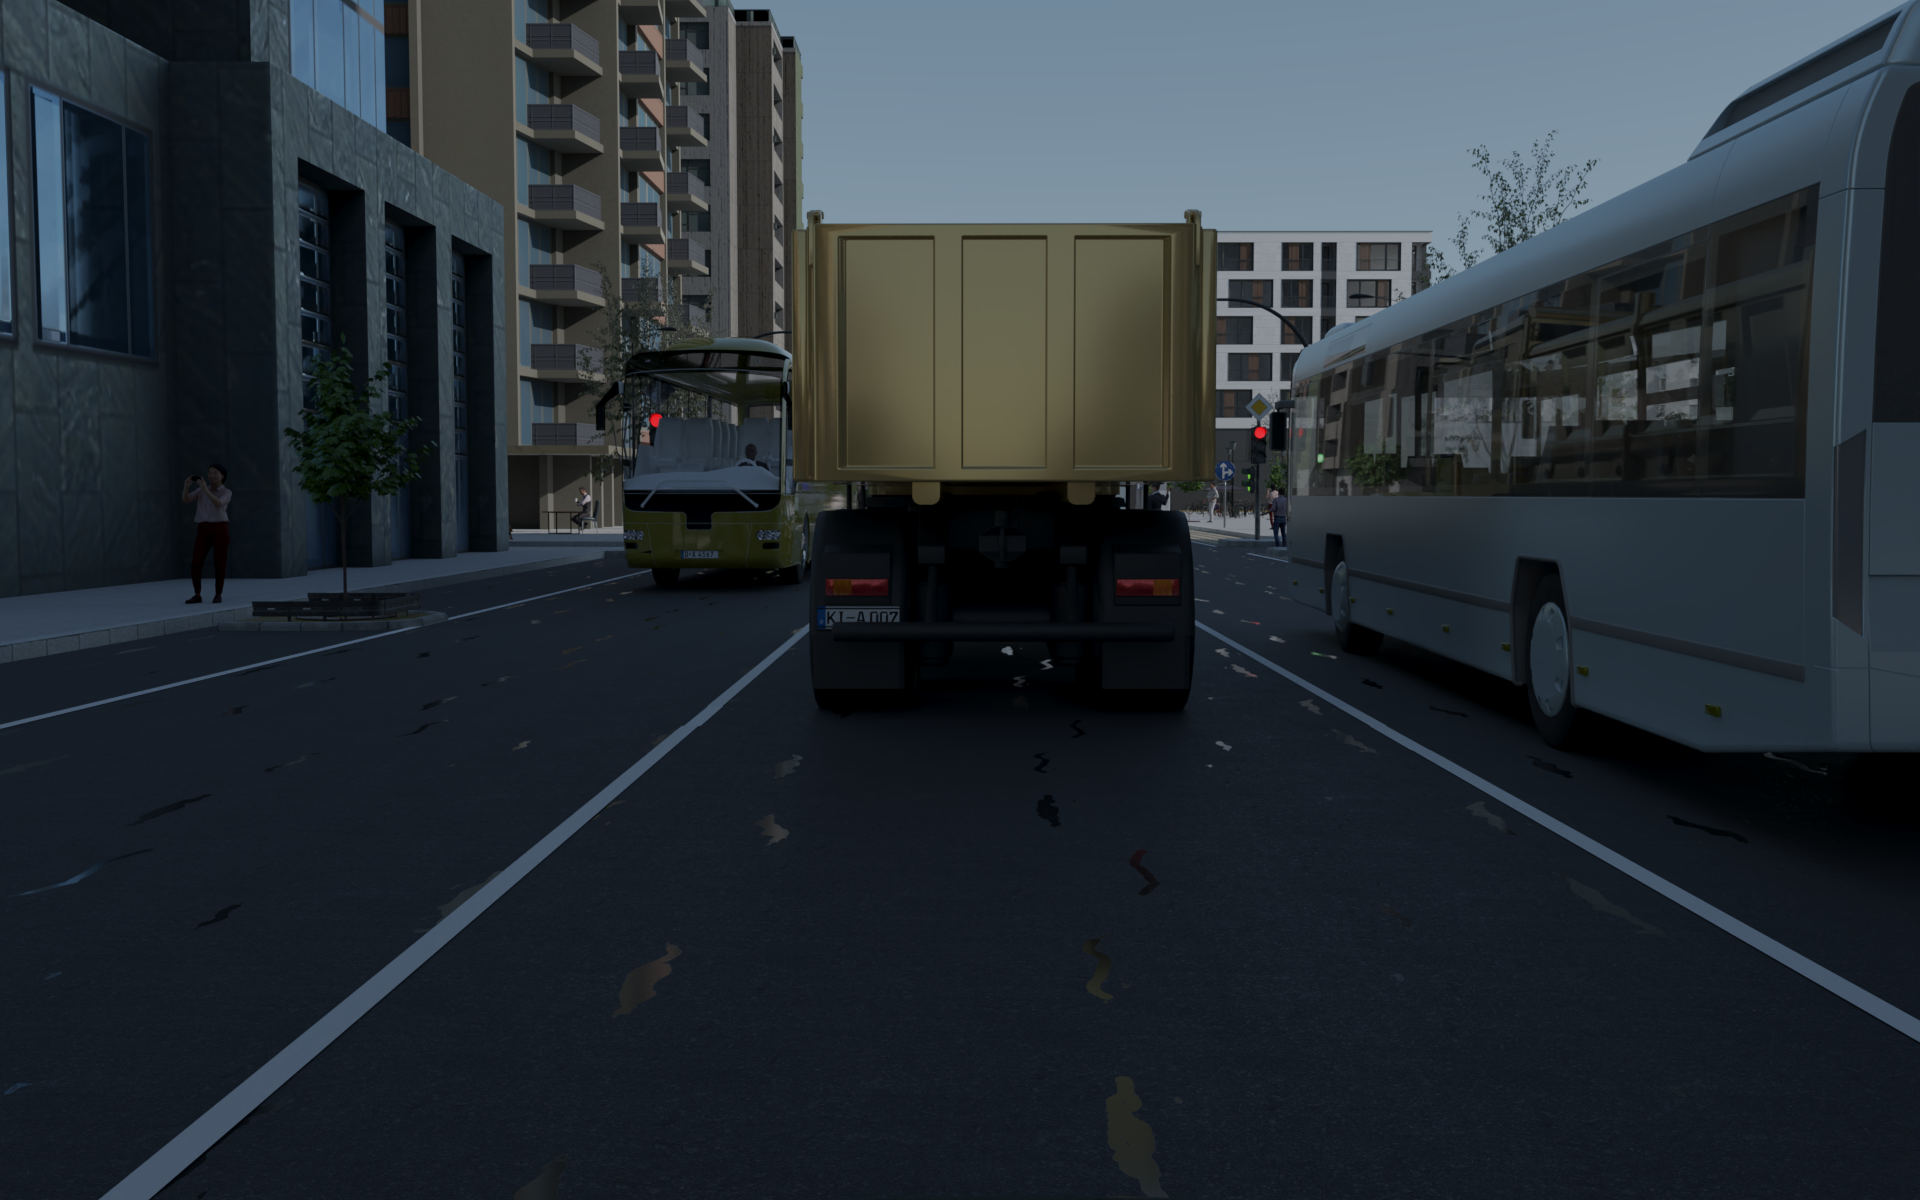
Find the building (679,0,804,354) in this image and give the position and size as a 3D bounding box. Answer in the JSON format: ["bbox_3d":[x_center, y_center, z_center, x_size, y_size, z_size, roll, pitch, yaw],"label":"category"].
[{"bbox_3d":[-17.061,-20.348,104.392,14.160,30.474,14.107,0,4,0],"label":"building"}]

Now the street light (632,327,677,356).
[{"bbox_3d":[-8.547,-4.629,48.220,1.470,5.913,1.316,0,4,0],"label":"street light"}]

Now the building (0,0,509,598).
[{"bbox_3d":[-25.756,-43.597,25.488,31.000,86.520,22.319,0,4,0],"label":"building"}]

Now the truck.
[{"bbox_3d":[0.313,-1.177,15.170,3.469,3.379,9.791,0,4,1],"label":"truck"}]

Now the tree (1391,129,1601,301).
[{"bbox_3d":[11.197,-5.220,35.708,4.360,8.622,3.978,0,3,0],"label":"tree"}]

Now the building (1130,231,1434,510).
[{"bbox_3d":[26.148,-18.775,150.950,27.936,21.610,32.646,0,4,0],"label":"building"}]

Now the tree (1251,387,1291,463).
[{"bbox_3d":[22.188,-10.323,119.146,4.360,8.622,3.978,0,3,0],"label":"tree"}]

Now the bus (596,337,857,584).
[{"bbox_3d":[-3.611,-2.404,30.848,2.896,3.916,12.252,0,4,2],"label":"bus"}]

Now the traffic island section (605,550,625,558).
[{"bbox_3d":[-7.024,-1.113,40.472,2.009,0.180,2.903,0,4,0],"label":"traffic island section"}]

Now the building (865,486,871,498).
[{"bbox_3d":[-25.310,-19.833,190.734,31.486,18.905,16.747,0,4,0],"label":"building"}]

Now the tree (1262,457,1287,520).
[{"bbox_3d":[15.794,-5.641,86.838,1.663,3.219,1.824,0,3,0],"label":"tree"}]

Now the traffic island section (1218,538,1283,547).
[{"bbox_3d":[8.331,-1.597,48.388,2.009,0.180,2.903,0,4,0],"label":"traffic island section"}]

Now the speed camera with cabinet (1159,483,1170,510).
[{"bbox_3d":[10.140,-5.662,86.908,0.660,3.252,2.038,0,4,0],"label":"speed camera with cabinet"}]

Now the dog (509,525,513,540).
[{"bbox_3d":[-12.705,-1.871,48.327,0.550,0.427,0.748,3,5,44],"label":"dog"}]

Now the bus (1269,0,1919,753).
[{"bbox_3d":[4.605,-1.098,12.807,2.948,3.499,13.247,0,4,1],"label":"bus"}]

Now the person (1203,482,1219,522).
[{"bbox_3d":[11.279,-4.395,78.049,0.789,1.805,0.875,-2,4,-25],"label":"person"}]

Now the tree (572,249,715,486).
[{"bbox_3d":[-9.980,-6.264,52.773,4.360,8.622,3.978,0,3,0],"label":"tree"}]

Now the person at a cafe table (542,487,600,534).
[{"bbox_3d":[-12.485,-2.899,55.911,1.622,1.524,1.698,-2,4,-27],"label":"person at a cafe table"}]

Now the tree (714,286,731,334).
[{"bbox_3d":[-9.121,-6.561,57.641,4.360,8.622,3.978,0,3,0],"label":"tree"}]

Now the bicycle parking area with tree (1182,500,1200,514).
[{"bbox_3d":[18.539,-7.462,108.999,8.231,4.147,9.016,-2,4,-27],"label":"bicycle parking area with tree"}]

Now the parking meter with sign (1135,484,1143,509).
[{"bbox_3d":[10.167,-6.225,98.042,0.543,3.016,1.738,0,4,2],"label":"parking meter with sign"}]

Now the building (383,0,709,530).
[{"bbox_3d":[-23.069,-25.683,74.548,22.147,44.769,28.867,0,4,0],"label":"building"}]

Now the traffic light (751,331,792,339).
[{"bbox_3d":[-4.858,-4.506,48.349,4.771,5.953,1.251,0,4,0],"label":"traffic light"}]

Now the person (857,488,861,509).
[{"bbox_3d":[-8.370,-8.508,145.701,0.434,1.755,0.990,-3,5,-43],"label":"person"}]

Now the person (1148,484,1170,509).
[{"bbox_3d":[4.056,-1.614,35.698,0.445,1.727,0.742,2,4,24],"label":"person"}]

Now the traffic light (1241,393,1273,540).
[{"bbox_3d":[8.291,-3.630,48.274,0.839,4.253,0.868,0,4,0],"label":"traffic light"}]

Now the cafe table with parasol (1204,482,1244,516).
[{"bbox_3d":[15.338,-5.862,100.707,2.610,1.966,2.610,-3,5,-40],"label":"cafe table with parasol"}]

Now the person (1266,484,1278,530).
[{"bbox_3d":[11.314,-3.377,62.723,0.517,1.644,0.566,2,4,31],"label":"person"}]

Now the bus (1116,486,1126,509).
[{"bbox_3d":[5.227,-4.730,72.192,2.948,3.499,13.247,0,4,1],"label":"bus"}]

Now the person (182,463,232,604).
[{"bbox_3d":[-8.811,-0.783,20.302,0.517,1.644,0.566,3,5,42],"label":"person"}]

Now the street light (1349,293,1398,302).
[{"bbox_3d":[9.711,-4.142,40.270,1.470,5.913,1.316,0,4,0],"label":"street light"}]

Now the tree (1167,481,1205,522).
[{"bbox_3d":[10.442,-5.210,79.787,1.663,3.219,1.824,0,3,0],"label":"tree"}]

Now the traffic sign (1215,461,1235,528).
[{"bbox_3d":[10.081,-4.025,65.910,0.768,2.556,0.104,1,4,8],"label":"traffic sign"}]

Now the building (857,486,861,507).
[{"bbox_3d":[-17.744,-19.434,174.172,16.016,20.091,11.380,0,4,0],"label":"building"}]

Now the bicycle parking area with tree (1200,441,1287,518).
[{"bbox_3d":[17.413,-6.571,94.438,8.231,4.147,9.016,0,4,8],"label":"bicycle parking area with tree"}]

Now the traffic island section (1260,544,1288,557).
[{"bbox_3d":[8.297,-1.108,40.403,2.009,0.180,2.903,0,4,0],"label":"traffic island section"}]

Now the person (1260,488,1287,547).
[{"bbox_3d":[7.932,-1.985,42.914,0.963,1.587,0.435,-2,4,-26],"label":"person"}]

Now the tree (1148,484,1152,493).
[{"bbox_3d":[11.976,-6.659,103.471,1.663,3.219,1.824,0,3,0],"label":"tree"}]

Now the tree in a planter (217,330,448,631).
[{"bbox_3d":[-6.787,-1.333,19.019,1.991,3.239,1.994,0,4,0],"label":"tree in a planter"}]

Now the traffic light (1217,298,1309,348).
[{"bbox_3d":[6.165,-4.005,40.157,4.771,5.953,1.251,0,4,0],"label":"traffic light"}]
